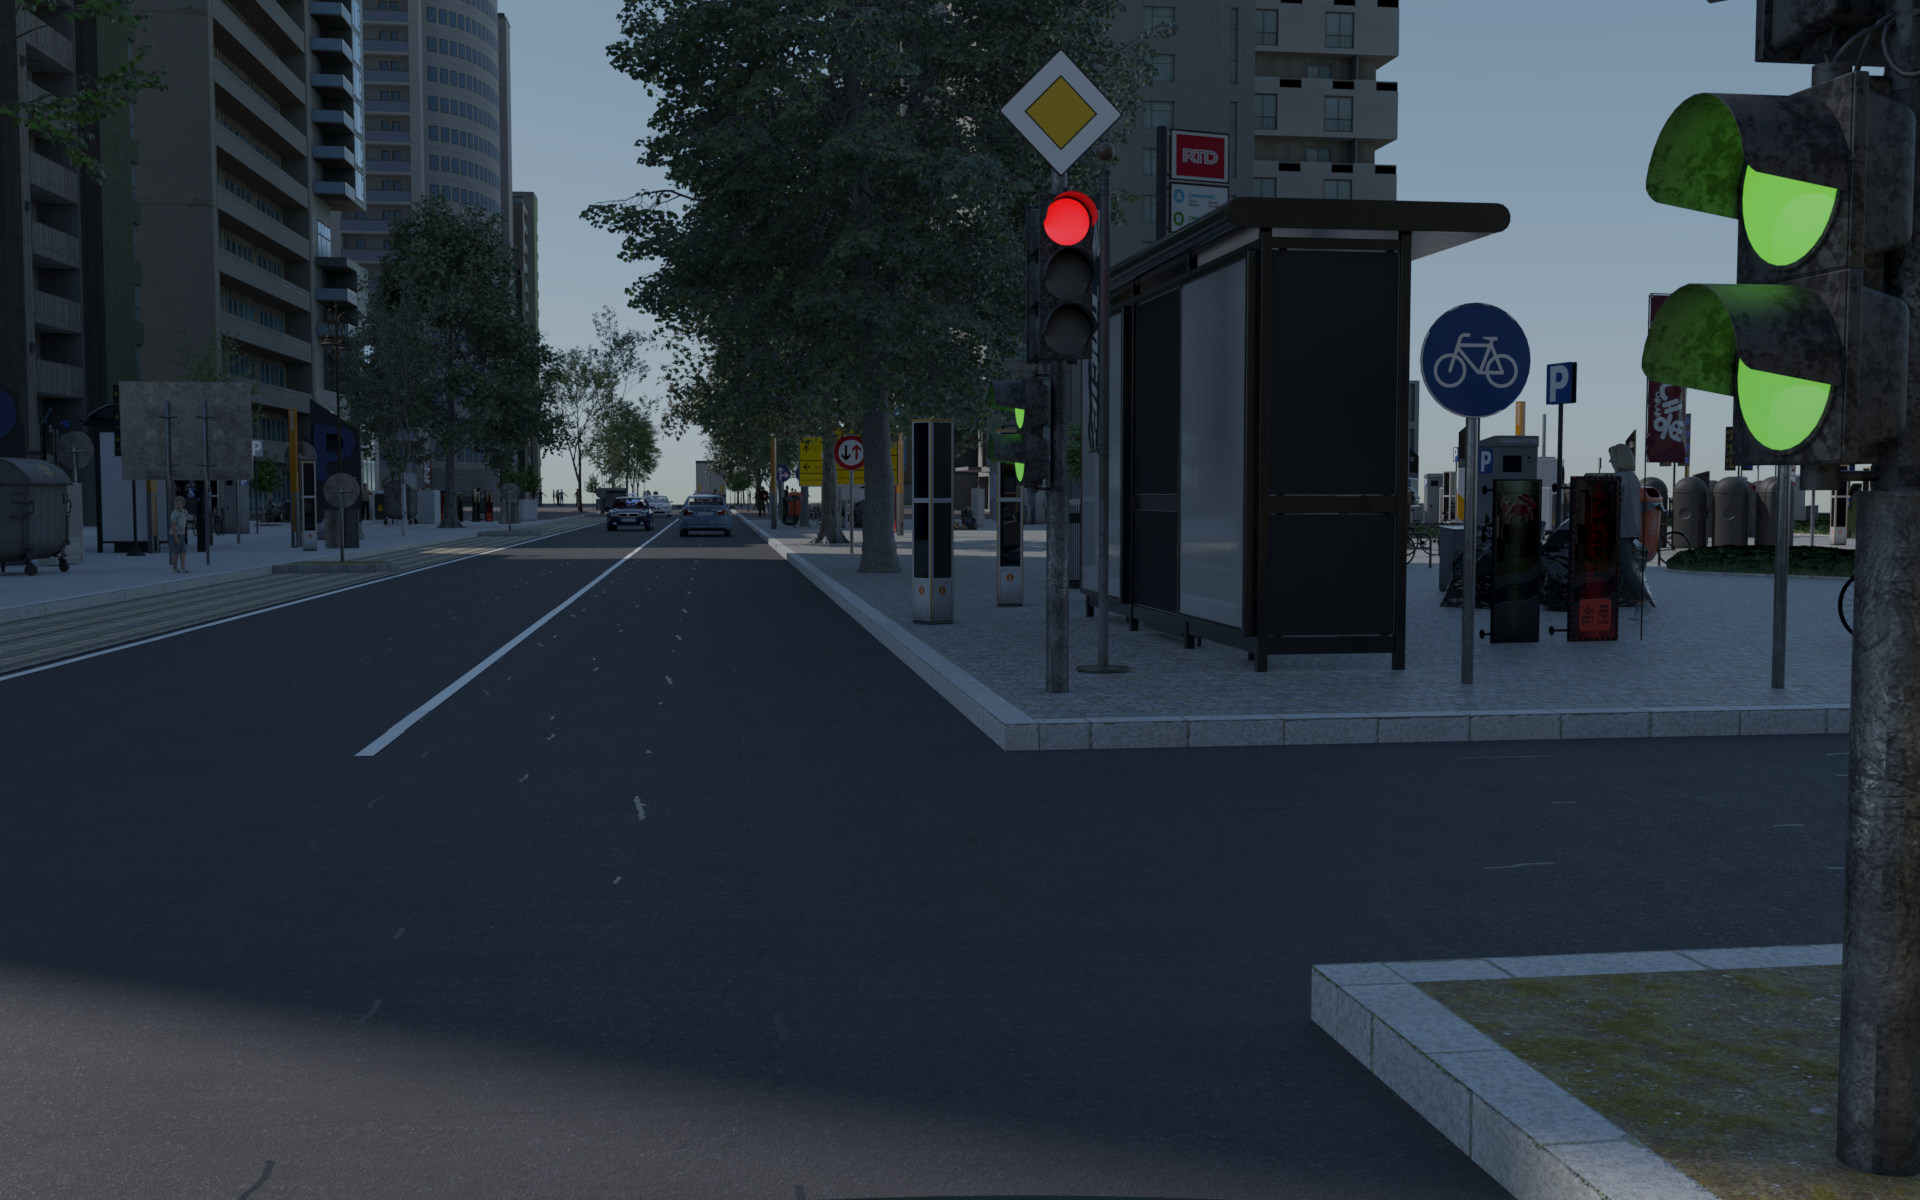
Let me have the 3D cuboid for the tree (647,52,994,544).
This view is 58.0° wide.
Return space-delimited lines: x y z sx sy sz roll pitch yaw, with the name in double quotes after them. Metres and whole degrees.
-3.494 -7.823 44.913 9.611 12.733 9.660 0 3 0 "tree"

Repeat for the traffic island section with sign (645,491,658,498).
-37.961 -12.717 216.558 1.989 1.847 2.006 -1 4 -8 "traffic island section with sign"

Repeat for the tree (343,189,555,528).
-19.236 -9.078 65.435 9.611 12.733 9.660 0 3 0 "tree"

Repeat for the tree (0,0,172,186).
-11.492 -5.541 16.356 9.928 11.665 9.643 0 3 0 "tree"

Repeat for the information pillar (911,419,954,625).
-0.268 -0.770 17.078 0.304 2.012 0.304 -3 5 -41 "information pillar"

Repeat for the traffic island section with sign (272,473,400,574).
-11.487 -1.432 32.048 1.989 1.847 2.006 -1 4 -8 "traffic island section with sign"

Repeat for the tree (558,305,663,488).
-36.402 -19.599 176.326 12.611 20.169 13.585 0 3 0 "tree"

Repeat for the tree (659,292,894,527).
-6.550 -9.159 67.872 7.486 12.596 7.792 0 3 0 "tree"

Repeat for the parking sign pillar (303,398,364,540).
-17.631 -3.698 48.933 1.447 3.967 1.447 -2 4 -26 "parking sign pillar"

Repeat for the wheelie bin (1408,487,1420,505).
19.944 -4.211 76.751 0.693 1.594 0.980 2 4 34 "wheelie bin"

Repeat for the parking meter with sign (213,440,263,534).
-23.329 -3.645 55.857 1.738 3.016 0.543 1 4 22 "parking meter with sign"

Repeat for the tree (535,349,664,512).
-27.764 -12.213 125.435 9.928 11.665 9.643 0 3 0 "tree"

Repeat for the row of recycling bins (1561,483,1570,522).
17.249 -2.445 47.084 3.534 1.692 1.069 2 4 30 "row of recycling bins"

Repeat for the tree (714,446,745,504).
-28.576 -18.231 223.823 9.928 11.665 9.643 0 3 0 "tree"

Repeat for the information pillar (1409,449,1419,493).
23.128 -5.930 88.317 0.504 3.616 0.183 1 4 11 "information pillar"

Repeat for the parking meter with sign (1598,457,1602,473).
29.657 -5.288 82.726 1.738 3.016 0.543 1 4 13 "parking meter with sign"

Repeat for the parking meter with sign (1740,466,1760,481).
37.950 -5.388 84.352 1.738 3.016 0.543 2 4 29 "parking meter with sign"

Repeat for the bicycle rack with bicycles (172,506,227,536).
-23.664 -2.433 53.168 2.852 0.926 2.925 0 4 -1 "bicycle rack with bicycles"

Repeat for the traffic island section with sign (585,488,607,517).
-22.513 -6.131 108.873 1.989 1.847 2.006 -1 4 -8 "traffic island section with sign"

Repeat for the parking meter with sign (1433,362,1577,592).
7.195 -1.625 22.836 1.738 3.016 0.543 -1 4 -17 "parking meter with sign"

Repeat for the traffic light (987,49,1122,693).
0.611 -1.357 11.113 0.839 4.253 0.868 -1 4 -8 "traffic light"

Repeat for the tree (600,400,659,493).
-39.752 -17.753 208.394 7.486 12.596 7.792 0 3 0 "tree"

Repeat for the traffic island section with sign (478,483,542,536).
-15.380 -3.096 59.239 1.989 1.847 2.006 -1 4 -8 "traffic island section with sign"

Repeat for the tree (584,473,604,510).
-30.286 -9.105 143.472 1.663 3.219 1.824 0 3 0 "tree"

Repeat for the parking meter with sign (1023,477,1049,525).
3.208 -4.702 73.131 0.543 3.016 1.738 3 5 40 "parking meter with sign"

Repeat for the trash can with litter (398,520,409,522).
-25.998 -4.195 79.646 2.233 1.210 1.678 0 4 -4 "trash can with litter"

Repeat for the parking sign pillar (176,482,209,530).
-27.773 -4.549 62.840 1.447 3.967 1.447 1 4 17 "parking sign pillar"

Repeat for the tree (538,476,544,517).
-23.731 -6.175 95.565 1.663 3.219 1.824 0 3 0 "tree"

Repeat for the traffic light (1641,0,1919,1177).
1.745 -0.874 3.208 0.839 4.253 0.868 -1 4 -8 "traffic light"

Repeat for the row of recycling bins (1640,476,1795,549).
17.719 -2.062 40.824 3.534 1.692 1.069 2 4 29 "row of recycling bins"

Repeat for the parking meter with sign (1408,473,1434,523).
17.541 -4.148 64.085 1.738 3.016 0.543 0 4 -3 "parking meter with sign"

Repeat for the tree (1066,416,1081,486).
5.274 -4.992 65.325 4.285 4.588 4.351 0 3 0 "tree"

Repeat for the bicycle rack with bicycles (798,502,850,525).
-4.729 -3.504 70.679 2.852 0.926 2.925 3 5 45 "bicycle rack with bicycles"

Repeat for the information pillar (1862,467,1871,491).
24.898 -2.624 47.391 0.304 2.012 0.304 -1 4 -14 "information pillar"

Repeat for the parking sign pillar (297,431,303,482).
-27.780 -5.268 74.612 1.447 3.967 1.447 -2 4 -35 "parking sign pillar"

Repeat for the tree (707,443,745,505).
-25.213 -16.351 201.748 8.767 10.594 7.601 -1 4 -15 "tree"

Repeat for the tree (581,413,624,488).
-31.959 -12.547 155.502 4.737 8.622 4.395 0 3 0 "tree"

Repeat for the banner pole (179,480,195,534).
-24.792 -4.004 55.476 0.401 3.779 0.863 1 4 22 "banner pole"

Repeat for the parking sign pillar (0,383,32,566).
-17.580 -2.612 31.171 1.447 3.967 1.447 3 5 44 "parking sign pillar"

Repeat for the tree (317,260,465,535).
-17.518 -6.313 53.578 4.360 8.622 3.978 0 3 0 "tree"

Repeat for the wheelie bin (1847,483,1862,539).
25.919 -2.562 49.790 0.980 1.594 0.693 -1 4 -15 "wheelie bin"

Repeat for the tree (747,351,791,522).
-8.682 -7.897 79.472 4.360 8.622 3.978 0 3 0 "tree"

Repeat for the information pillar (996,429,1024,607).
0.571 -0.936 19.794 0.304 2.012 0.304 0 4 0 "information pillar"

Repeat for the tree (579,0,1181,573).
-1.337 -7.415 27.891 9.857 13.997 8.962 0 3 0 "tree"

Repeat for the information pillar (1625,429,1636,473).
24.295 -4.369 62.789 0.183 3.616 0.504 -1 4 -20 "information pillar"

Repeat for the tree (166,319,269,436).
-31.792 -7.539 73.629 4.737 8.622 4.395 0 3 0 "tree"

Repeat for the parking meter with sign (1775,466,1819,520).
31.802 -4.262 65.938 1.738 3.016 0.543 -1 4 -8 "parking meter with sign"

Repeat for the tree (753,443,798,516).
-11.258 -9.374 103.620 4.737 8.622 4.395 0 3 0 "tree"

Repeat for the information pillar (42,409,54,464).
-24.884 -3.423 47.318 0.183 3.616 0.504 0 4 -6 "information pillar"

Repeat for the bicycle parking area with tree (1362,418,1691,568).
8.720 -2.853 33.647 9.016 4.147 8.231 0 4 4 "bicycle parking area with tree"

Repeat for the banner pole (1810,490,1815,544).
18.809 -2.939 38.077 0.401 3.779 0.863 2 4 32 "banner pole"

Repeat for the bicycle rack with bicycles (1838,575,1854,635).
9.248 -0.053 14.246 2.852 0.926 2.925 -1 4 -18 "bicycle rack with bicycles"

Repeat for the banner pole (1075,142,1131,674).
1.012 -1.385 12.669 0.401 3.779 0.863 0 4 -6 "banner pole"

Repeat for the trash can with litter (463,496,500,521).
-22.524 -4.367 82.453 2.233 1.210 1.678 1 4 16 "trash can with litter"

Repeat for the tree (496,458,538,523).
-20.237 -5.073 77.548 1.663 3.219 1.824 0 3 0 "tree"

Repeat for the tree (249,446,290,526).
-27.944 -4.618 70.107 1.663 3.219 1.824 0 3 0 "tree"

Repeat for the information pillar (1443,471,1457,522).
15.746 -3.133 55.718 0.304 2.012 0.304 -2 4 -34 "information pillar"

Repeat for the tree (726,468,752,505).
-30.474 -15.368 234.985 4.285 4.588 4.351 0 3 0 "tree"
